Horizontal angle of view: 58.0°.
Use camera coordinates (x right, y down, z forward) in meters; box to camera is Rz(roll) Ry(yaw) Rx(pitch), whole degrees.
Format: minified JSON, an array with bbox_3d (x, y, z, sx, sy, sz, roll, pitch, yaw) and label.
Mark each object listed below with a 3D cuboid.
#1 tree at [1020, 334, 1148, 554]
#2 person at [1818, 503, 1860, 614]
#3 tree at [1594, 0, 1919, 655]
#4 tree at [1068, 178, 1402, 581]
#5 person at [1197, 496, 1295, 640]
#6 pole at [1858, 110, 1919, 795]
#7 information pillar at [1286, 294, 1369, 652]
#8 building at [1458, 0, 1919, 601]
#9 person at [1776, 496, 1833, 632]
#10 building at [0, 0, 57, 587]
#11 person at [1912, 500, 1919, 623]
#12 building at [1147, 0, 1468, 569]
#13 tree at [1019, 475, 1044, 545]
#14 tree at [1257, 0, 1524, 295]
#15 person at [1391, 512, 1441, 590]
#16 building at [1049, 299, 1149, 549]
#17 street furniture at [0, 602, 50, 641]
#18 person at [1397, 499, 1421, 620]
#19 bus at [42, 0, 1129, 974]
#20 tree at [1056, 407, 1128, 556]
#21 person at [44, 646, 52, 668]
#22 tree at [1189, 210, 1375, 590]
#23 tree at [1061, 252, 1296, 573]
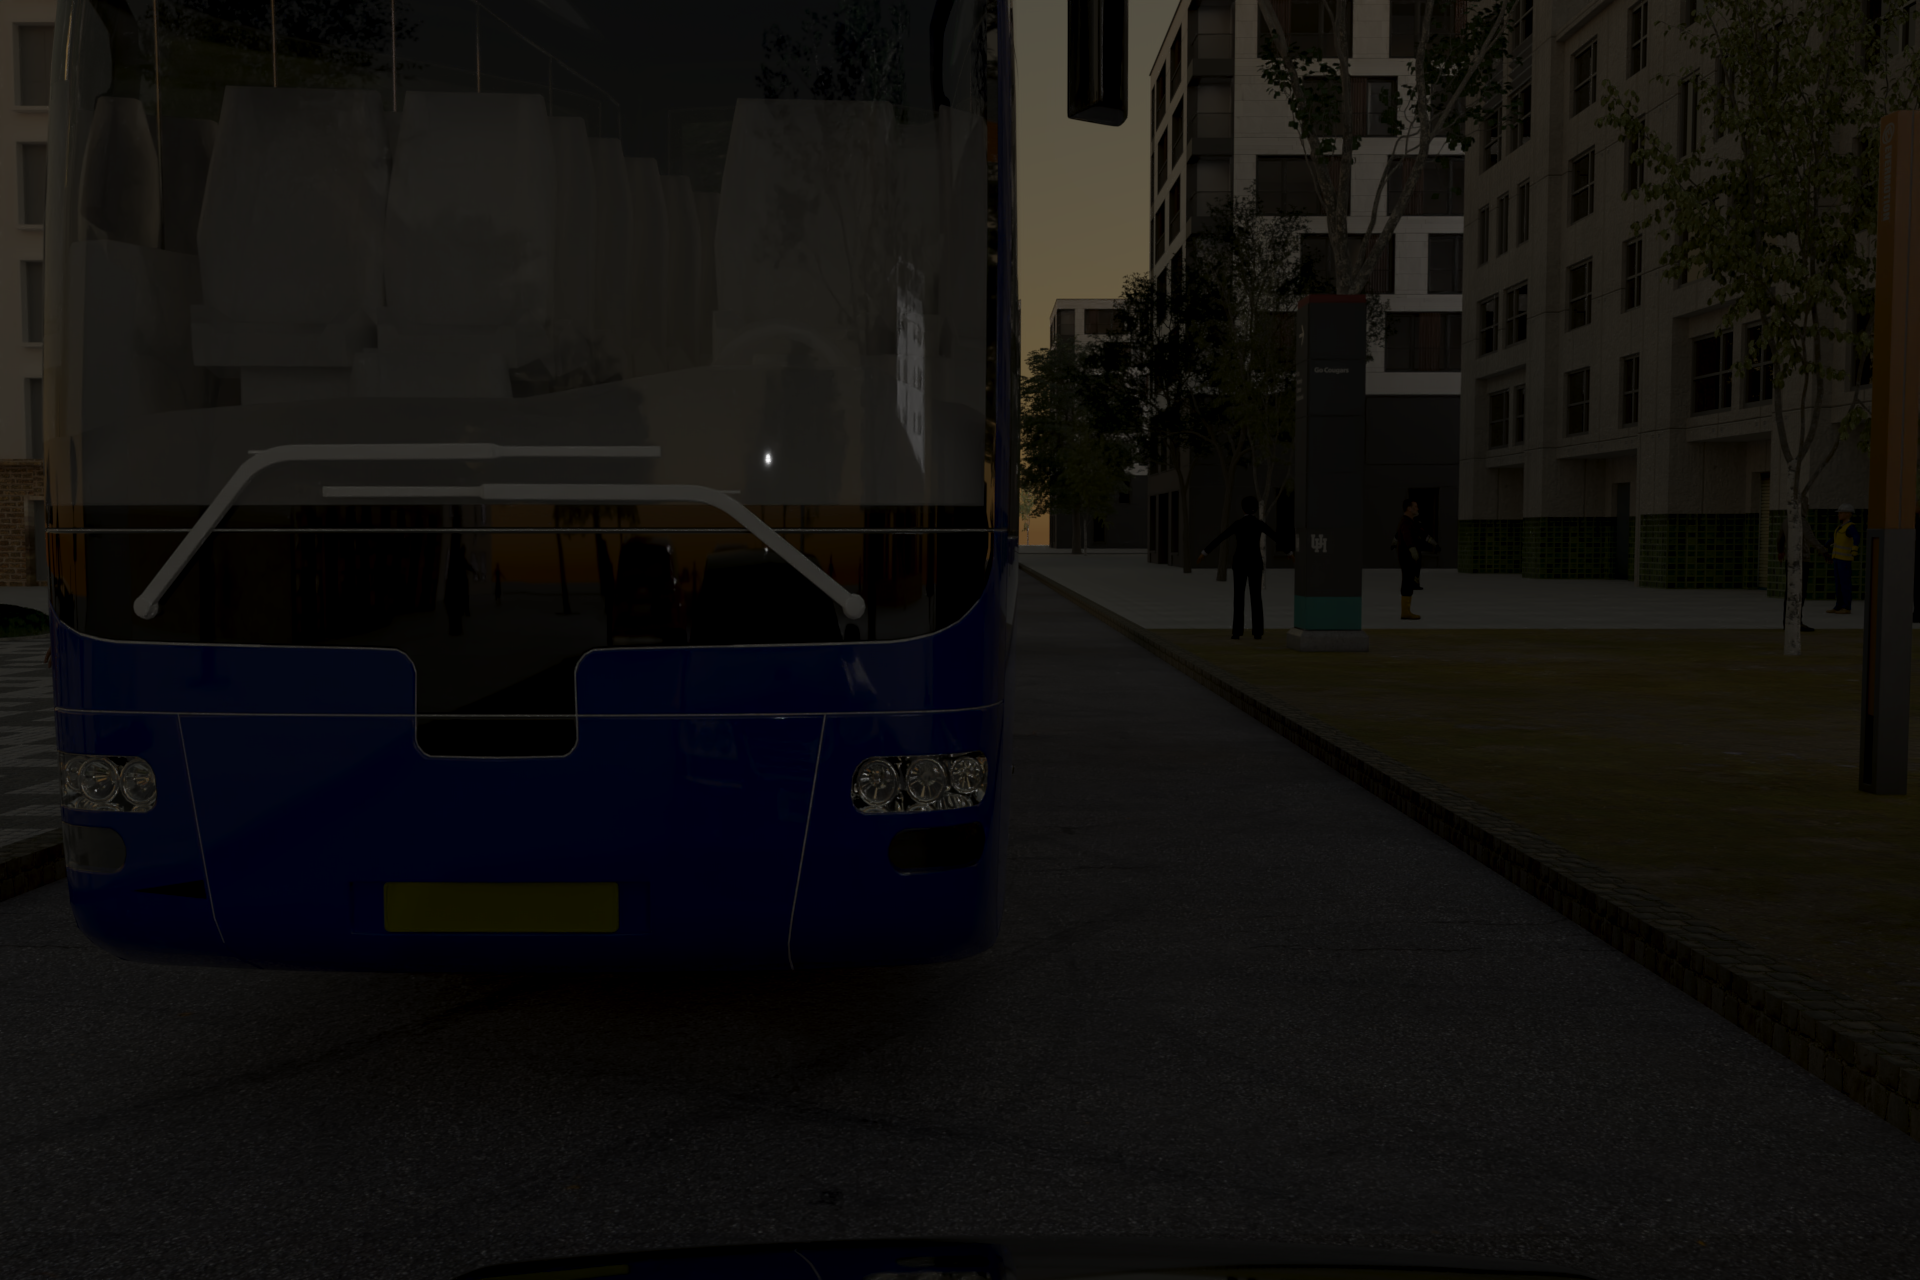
[{"bbox_3d":[7.332,-12.372,108.938,9.857,13.997,8.962,0,3,0],"label":"tree"},{"bbox_3d":[14.142,-1.310,27.884,0.721,1.772,1.216,0,4,2],"label":"person"},{"bbox_3d":[8.739,-4.131,17.909,4.737,8.622,4.395,0,3,0],"label":"tree"},{"bbox_3d":[7.121,-6.844,46.311,8.767,10.594,7.601,0,4,-8],"label":"tree"},{"bbox_3d":[3.500,-0.882,21.137,1.216,1.740,0.721,0,4,-3],"label":"person"},{"bbox_3d":[4.576,-0.896,8.491,0.158,3.312,0.155,0,3,0],"label":"pole"},{"bbox_3d":[4.068,-1.817,19.086,0.750,3.857,0.750,0,4,0],"label":"information pillar"},{"bbox_3d":[24.767,-10.687,41.185,16.747,18.905,31.486,0,4,1],"label":"building"},{"bbox_3d":[11.102,-1.026,22.908,0.705,1.813,1.348,0,4,0],"label":"person"},{"bbox_3d":[-24.956,-11.456,43.733,16.016,20.090,11.380,0,4,1],"label":"building"},{"bbox_3d":[13.886,-1.151,25.045,1.346,1.802,0.704,-3,4,-36],"label":"person"},{"bbox_3d":[22.353,-14.414,79.643,27.936,21.610,32.646,0,3,0],"label":"building"},{"bbox_3d":[7.559,-15.197,198.828,4.737,8.622,4.395,0,3,0],"label":"tree"},{"bbox_3d":[7.996,-10.614,29.435,12.611,20.169,13.585,0,3,0],"label":"tree"},{"bbox_3d":[10.428,-2.081,39.810,0.705,1.856,1.354,-3,5,-39],"label":"person"},{"bbox_3d":[22.438,-19.740,166.728,27.936,21.610,32.646,0,4,0],"label":"building"},{"bbox_3d":[-8.647,-0.375,21.755,10.072,0.657,5.734,1,4,13],"label":"street furniture"},{"bbox_3d":[6.778,-1.217,26.038,0.704,1.812,1.346,1,4,15],"label":"person"},{"bbox_3d":[-1.053,-1.118,9.825,2.896,3.916,12.251,0,4,0],"label":"bus"},{"bbox_3d":[7.344,-9.142,99.832,4.737,8.622,4.395,0,3,0],"label":"tree"},{"bbox_3d":[-3.549,0.064,7.604,0.705,1.806,1.347,0,4,1],"label":"person"},{"bbox_3d":[6.979,-5.485,40.035,4.360,8.622,3.978,0,3,0],"label":"tree"},{"bbox_3d":[7.496,-7.480,56.712,8.767,10.594,7.601,0,4,5],"label":"tree"}]
